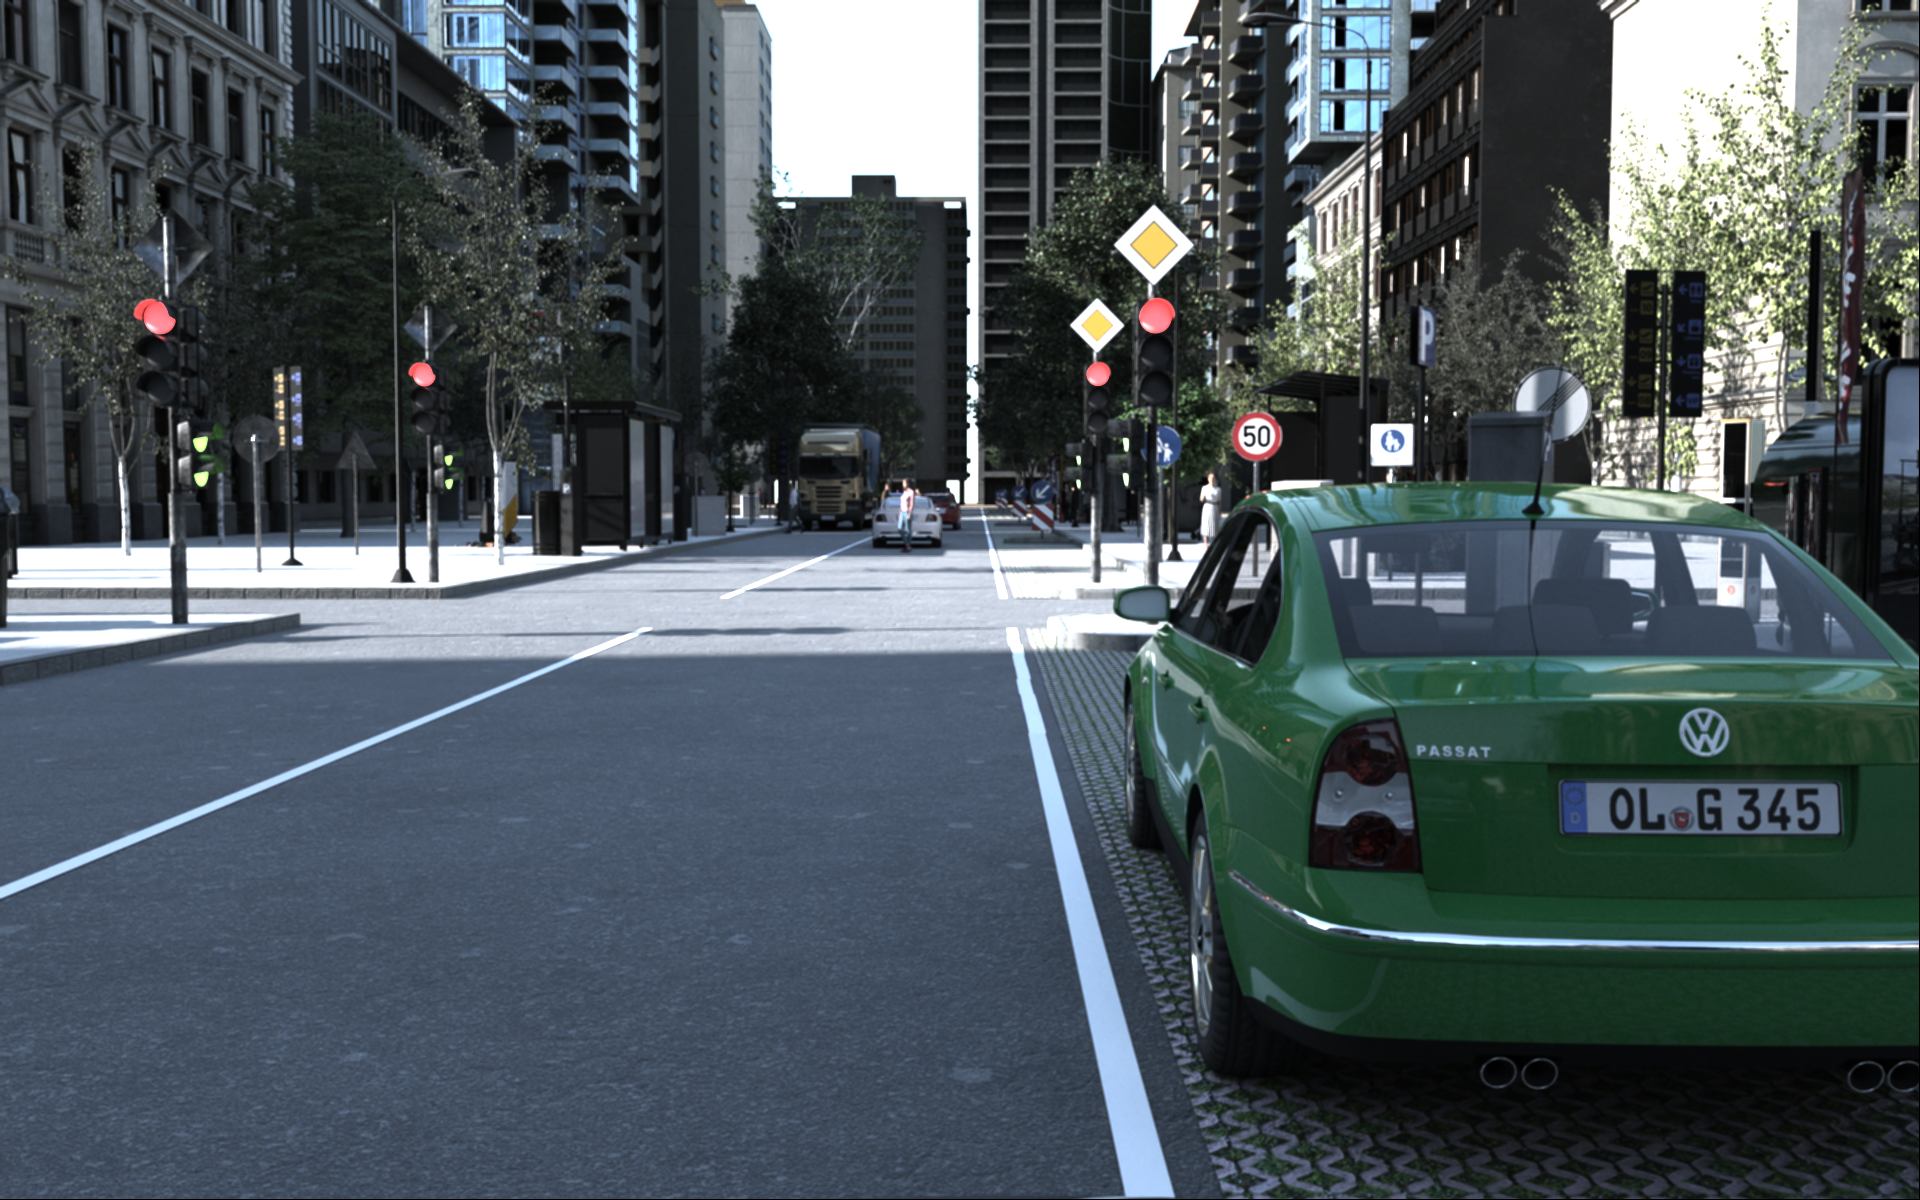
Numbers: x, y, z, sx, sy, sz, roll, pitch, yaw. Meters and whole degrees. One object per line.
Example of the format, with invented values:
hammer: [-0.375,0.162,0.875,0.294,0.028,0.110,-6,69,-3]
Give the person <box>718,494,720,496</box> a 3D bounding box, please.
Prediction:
person: [-18.072,-7.539,130.115,0.445,1.727,0.742,-1,4,-23]

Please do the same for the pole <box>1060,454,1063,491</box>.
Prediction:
pole: [5.169,-5.772,88.217,0.158,3.312,0.155,0,3,0]

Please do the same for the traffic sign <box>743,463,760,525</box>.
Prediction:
traffic sign: [-8.630,-4.363,71.433,0.768,2.556,0.104,0,4,5]

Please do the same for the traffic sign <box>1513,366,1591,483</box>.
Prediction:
traffic sign: [5.900,-1.055,17.354,0.768,2.556,0.104,0,4,3]

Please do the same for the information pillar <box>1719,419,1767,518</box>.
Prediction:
information pillar: [7.732,-0.774,17.147,0.304,2.012,0.304,-3,4,-36]

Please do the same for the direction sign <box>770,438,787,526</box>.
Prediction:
direction sign: [-7.379,-4.794,70.372,0.876,3.537,0.379,3,4,36]

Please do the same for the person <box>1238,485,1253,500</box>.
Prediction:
person: [18.051,-6.295,108.602,1.348,1.869,0.705,3,5,45]

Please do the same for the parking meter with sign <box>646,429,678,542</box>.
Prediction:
parking meter with sign: [-8.419,-3.050,46.130,1.738,3.016,0.543,-2,4,-32]

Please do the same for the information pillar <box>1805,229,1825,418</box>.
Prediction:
information pillar: [7.691,-1.485,15.631,0.183,3.616,0.504,2,4,31]

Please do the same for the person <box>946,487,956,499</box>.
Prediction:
person: [-0.498,-4.790,87.156,0.623,1.781,0.721,1,4,11]

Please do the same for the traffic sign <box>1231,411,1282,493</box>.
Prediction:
traffic sign: [4.570,-1.628,26.724,0.768,2.556,0.104,1,4,10]

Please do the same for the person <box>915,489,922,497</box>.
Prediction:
person: [-2.580,-5.645,101.323,0.750,1.759,0.617,-1,4,-20]

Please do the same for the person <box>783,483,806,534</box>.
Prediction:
person: [-6.019,-3.326,62.978,0.850,1.850,0.679,0,4,-5]

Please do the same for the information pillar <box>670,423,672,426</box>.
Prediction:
information pillar: [-9.533,-4.029,57.222,0.183,3.616,0.504,0,4,-2]

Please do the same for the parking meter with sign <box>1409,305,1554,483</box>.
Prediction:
parking meter with sign: [5.029,-1.197,15.830,1.738,3.016,0.543,2,4,31]

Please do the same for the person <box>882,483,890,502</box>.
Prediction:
person: [-2.775,-3.405,64.076,0.836,1.842,0.656,-2,4,-30]

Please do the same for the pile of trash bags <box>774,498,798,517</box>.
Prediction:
pile of trash bags: [-8.787,-5.405,98.123,3.447,1.369,1.912,-1,4,-13]

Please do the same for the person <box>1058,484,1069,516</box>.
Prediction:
person: [5.909,-5.619,97.832,0.836,1.842,0.656,1,4,21]

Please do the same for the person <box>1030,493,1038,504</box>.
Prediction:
person: [6.540,-8.758,152.471,0.697,1.427,0.421,1,4,10]

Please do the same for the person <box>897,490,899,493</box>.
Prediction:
person: [-6.274,-10.329,175.834,0.541,1.710,0.530,-1,4,-12]

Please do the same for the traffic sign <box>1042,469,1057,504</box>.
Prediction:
traffic sign: [4.513,-5.430,88.777,0.884,2.594,0.081,0,4,1]

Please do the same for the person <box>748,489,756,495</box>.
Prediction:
person: [-16.126,-7.783,134.102,0.445,1.727,0.742,2,4,32]

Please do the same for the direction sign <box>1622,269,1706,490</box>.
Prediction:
direction sign: [7.132,-1.567,17.613,0.876,3.537,0.379,-1,4,-10]

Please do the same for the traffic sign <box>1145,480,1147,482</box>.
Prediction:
traffic sign: [7.828,-4.382,71.752,0.768,2.556,0.104,1,4,10]

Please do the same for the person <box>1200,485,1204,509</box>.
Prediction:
person: [12.997,-5.335,93.629,0.624,1.780,0.694,-2,4,-34]

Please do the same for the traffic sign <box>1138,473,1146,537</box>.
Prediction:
traffic sign: [5.302,-3.138,51.303,0.884,2.594,0.081,0,4,3]

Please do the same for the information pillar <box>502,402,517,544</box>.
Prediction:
information pillar: [-11.535,-3.240,44.322,0.183,3.616,0.504,1,4,22]

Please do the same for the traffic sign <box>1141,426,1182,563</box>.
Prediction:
traffic sign: [3.752,-1.971,32.338,0.768,2.556,0.104,1,4,10]

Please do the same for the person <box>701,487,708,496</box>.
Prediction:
person: [-19.795,-7.857,134.369,0.599,1.838,0.709,0,4,-2]

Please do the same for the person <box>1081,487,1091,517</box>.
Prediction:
person: [6.005,-4.629,81.914,0.728,1.800,0.709,0,4,4]

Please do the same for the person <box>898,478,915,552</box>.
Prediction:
person: [-1.328,-2.087,42.639,0.388,1.821,0.555,-3,5,-42]

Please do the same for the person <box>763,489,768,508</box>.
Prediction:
person: [-17.316,-9.053,154.613,0.434,1.755,0.990,1,4,15]

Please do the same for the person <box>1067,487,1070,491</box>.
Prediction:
person: [7.984,-7.427,127.430,0.705,1.831,1.348,3,5,43]

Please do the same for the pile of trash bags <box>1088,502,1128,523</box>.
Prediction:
pile of trash bags: [6.853,-4.239,79.059,1.912,1.369,3.447,0,4,-6]

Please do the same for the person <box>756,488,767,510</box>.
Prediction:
person: [-15.663,-7.908,136.020,1.217,1.739,0.721,-2,4,-29]

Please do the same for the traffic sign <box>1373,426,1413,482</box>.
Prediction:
traffic sign: [6.355,-1.430,25.518,0.606,2.300,0.079,0,4,4]

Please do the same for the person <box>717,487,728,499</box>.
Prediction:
person: [-15.630,-6.548,113.779,1.217,1.739,0.721,3,5,43]

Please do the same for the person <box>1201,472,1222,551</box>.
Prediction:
person: [5.472,-1.898,37.649,0.480,1.755,0.524,-1,4,-10]

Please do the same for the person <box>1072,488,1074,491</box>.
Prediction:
person: [7.047,-6.290,109.333,0.683,1.767,0.568,-3,5,-45]

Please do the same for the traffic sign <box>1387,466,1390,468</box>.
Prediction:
traffic sign: [8.978,-2.266,37.149,0.768,2.556,0.104,1,4,10]

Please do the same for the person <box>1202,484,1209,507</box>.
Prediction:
person: [12.604,-5.020,88.242,0.709,1.813,0.853,0,4,2]

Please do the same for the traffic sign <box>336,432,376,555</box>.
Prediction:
traffic sign: [-12.657,-2.219,36.288,0.884,2.594,0.081,0,4,8]

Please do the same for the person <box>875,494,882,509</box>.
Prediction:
person: [-6.774,-8.489,144.464,0.705,1.869,1.348,1,4,16]

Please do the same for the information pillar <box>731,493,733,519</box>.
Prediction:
information pillar: [-11.919,-6.029,89.926,0.183,3.616,0.504,-1,4,-18]

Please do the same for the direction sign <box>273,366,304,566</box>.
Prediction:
direction sign: [-11.975,-2.383,30.952,0.876,3.537,0.379,3,4,37]

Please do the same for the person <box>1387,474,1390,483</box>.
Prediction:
person: [10.483,-2.185,42.117,0.624,1.780,0.694,0,4,-3]
